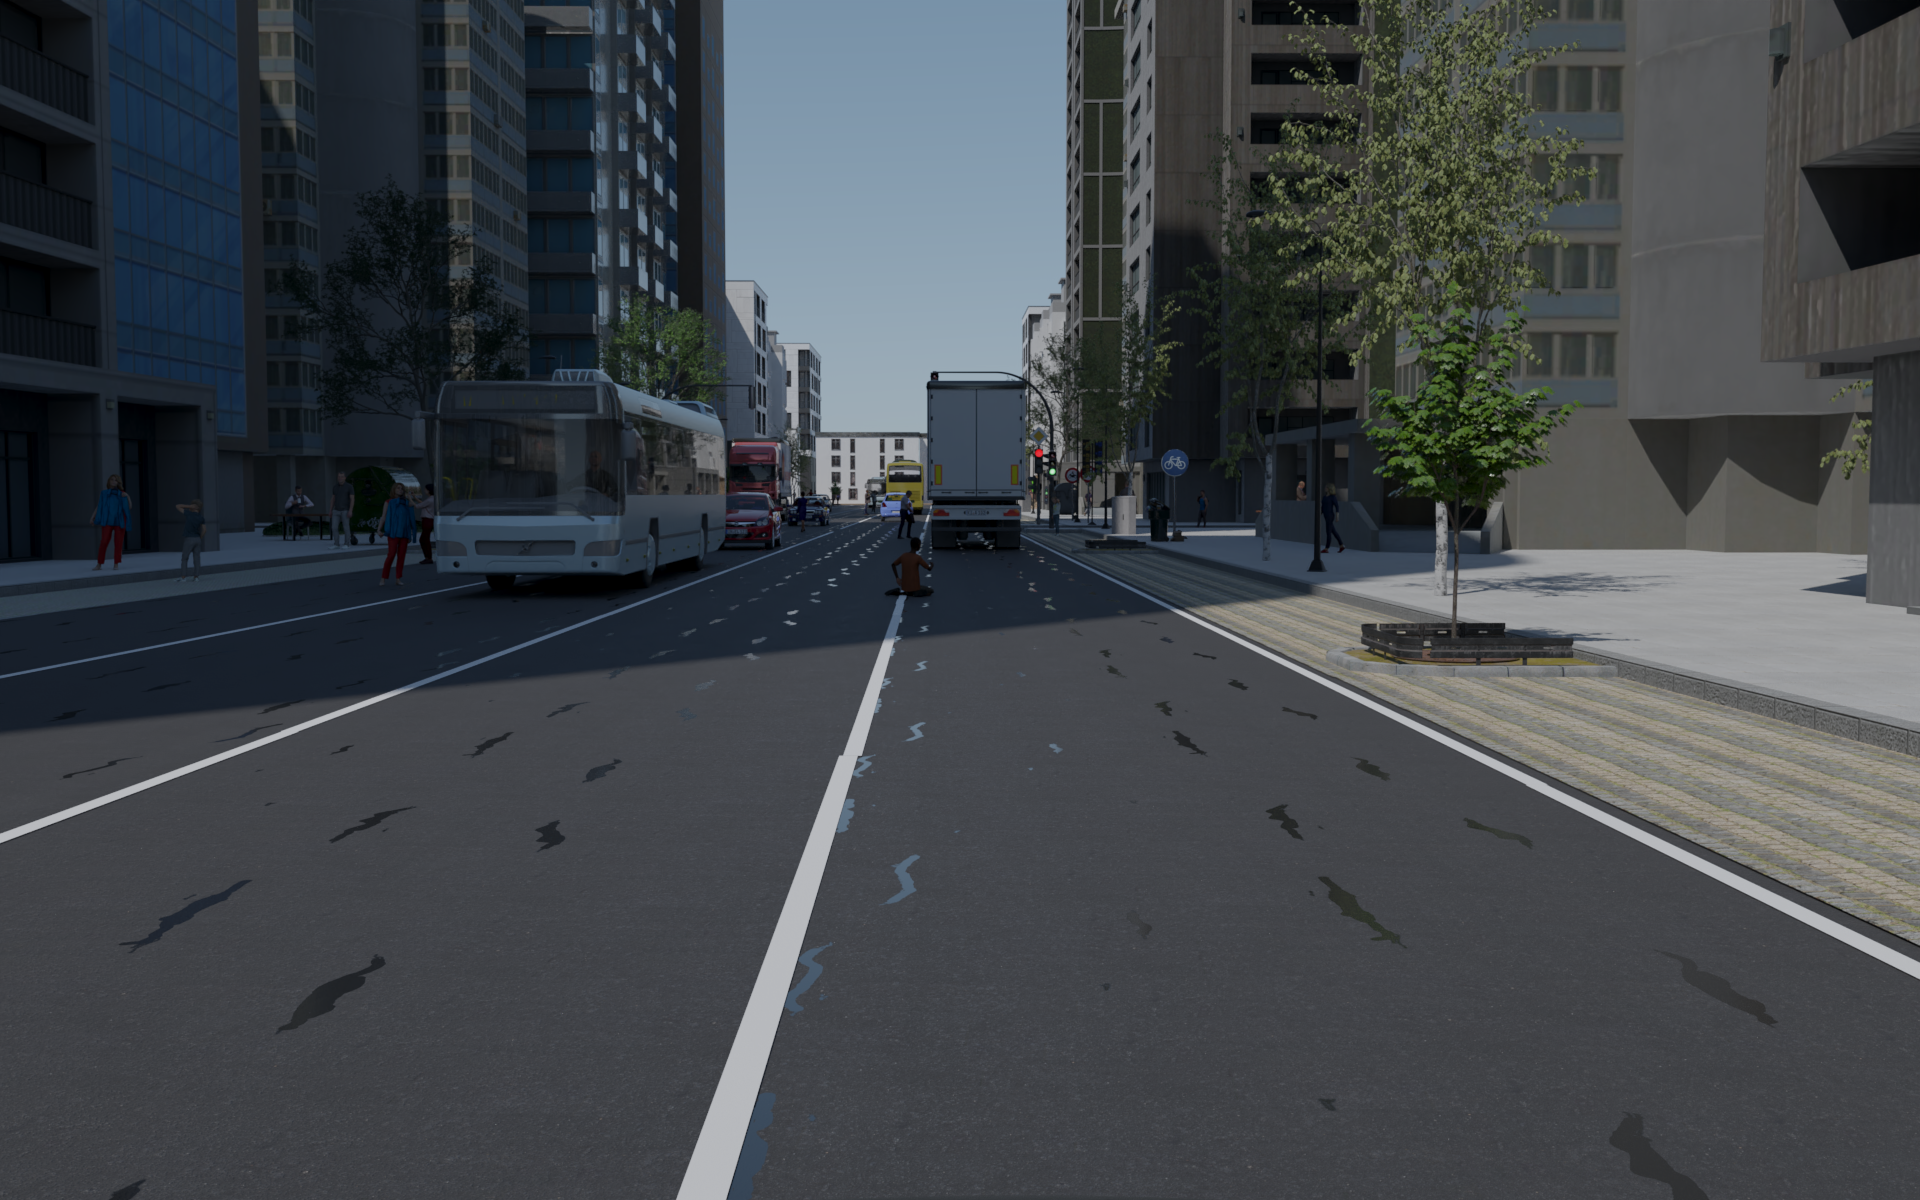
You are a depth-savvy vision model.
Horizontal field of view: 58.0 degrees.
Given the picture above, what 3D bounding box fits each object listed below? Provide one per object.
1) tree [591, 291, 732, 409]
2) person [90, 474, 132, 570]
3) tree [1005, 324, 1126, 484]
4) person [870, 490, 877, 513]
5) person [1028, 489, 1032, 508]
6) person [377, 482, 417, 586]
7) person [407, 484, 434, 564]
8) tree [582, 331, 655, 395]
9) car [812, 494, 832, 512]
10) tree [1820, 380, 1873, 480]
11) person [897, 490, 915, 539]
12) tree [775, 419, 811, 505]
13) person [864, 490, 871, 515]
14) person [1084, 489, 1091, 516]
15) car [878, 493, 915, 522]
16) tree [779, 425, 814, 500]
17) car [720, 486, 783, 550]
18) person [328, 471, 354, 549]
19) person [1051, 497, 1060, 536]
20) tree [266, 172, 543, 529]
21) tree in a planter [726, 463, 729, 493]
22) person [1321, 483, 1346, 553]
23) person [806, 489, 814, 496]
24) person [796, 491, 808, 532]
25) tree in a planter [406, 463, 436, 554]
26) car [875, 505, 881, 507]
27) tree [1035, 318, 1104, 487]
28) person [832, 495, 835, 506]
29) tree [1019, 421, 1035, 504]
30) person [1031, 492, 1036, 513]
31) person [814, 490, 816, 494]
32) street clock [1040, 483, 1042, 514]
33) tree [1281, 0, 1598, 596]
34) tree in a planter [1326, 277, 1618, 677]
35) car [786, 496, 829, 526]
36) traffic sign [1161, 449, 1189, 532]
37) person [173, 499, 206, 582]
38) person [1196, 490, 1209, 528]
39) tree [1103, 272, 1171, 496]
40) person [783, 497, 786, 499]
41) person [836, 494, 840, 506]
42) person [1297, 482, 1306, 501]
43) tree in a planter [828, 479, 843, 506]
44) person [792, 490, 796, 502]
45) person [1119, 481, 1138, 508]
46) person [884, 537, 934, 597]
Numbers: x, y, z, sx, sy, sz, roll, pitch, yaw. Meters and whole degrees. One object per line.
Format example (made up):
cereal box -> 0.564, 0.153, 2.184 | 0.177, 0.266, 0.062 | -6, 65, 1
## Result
tree -> -15.437, -10.034, 89.817 | 9.928, 11.665, 9.643 | 0, 3, 0
person -> -14.303, -1.312, 29.206 | 0.593, 1.614, 0.444 | 0, 4, -2
tree -> 5.359, -9.889, 96.100 | 8.767, 10.594, 7.601 | 0, 4, 5
person -> -6.442, -7.371, 129.744 | 0.376, 1.734, 0.841 | 2, 4, 29
person -> 6.543, -9.449, 161.448 | 0.541, 1.710, 0.530 | -3, 4, -36
person -> -8.832, -1.038, 27.177 | 0.593, 1.614, 0.444 | -1, 4, -19
person -> -11.015, -1.564, 35.537 | 0.566, 1.644, 0.517 | 3, 4, 39
tree -> -15.603, -7.754, 77.145 | 4.737, 8.622, 4.395 | 0, 3, 0
car -> -11.126, -7.801, 137.338 | 2.009, 1.686, 4.222 | 0, 4, 0
tree -> 15.807, -4.753, 28.072 | 4.737, 8.622, 4.395 | 0, 3, 0
person -> -1.728, -2.746, 55.617 | 0.590, 1.554, 0.614 | 0, 4, -4
tree -> -16.463, -13.376, 169.054 | 4.360, 8.622, 3.978 | 0, 3, 0
person -> -6.310, -6.670, 118.376 | 0.431, 1.722, 0.655 | 0, 4, 1
person -> 7.324, -5.579, 99.462 | 0.471, 1.553, 0.569 | -1, 4, -10
car -> -3.339, -4.994, 91.237 | 1.945, 1.707, 3.694 | 0, 4, -2
tree -> -17.556, -14.275, 183.754 | 4.737, 8.622, 4.395 | 0, 3, 0
car -> -5.739, -2.259, 45.983 | 2.155, 1.783, 4.494 | 0, 4, -2
person -> -14.388, -2.083, 40.224 | 0.598, 1.807, 0.434 | 2, 4, 23
person -> 3.281, -2.855, 59.088 | 0.340, 1.345, 0.435 | -3, 5, -42
tree -> -15.692, -7.122, 50.851 | 7.601, 10.594, 8.767 | 1, 4, 12
tree in a planter -> -13.033, -6.144, 97.675 | 1.991, 3.239, 1.994 | 0, 4, -1
person -> 8.086, -1.777, 37.646 | 0.613, 1.512, 0.480 | -3, 4, -36
person -> -16.822, -11.593, 195.558 | 1.348, 1.831, 0.705 | 1, 4, 20
person -> -5.982, -3.311, 65.011 | 0.546, 1.535, 0.453 | 2, 4, 35
tree in a planter -> -12.254, -2.755, 42.272 | 1.991, 3.239, 1.994 | 0, 4, -1
car -> -8.809, -11.180, 193.019 | 2.015, 1.641, 3.980 | 0, 4, 1
tree -> 5.547, -6.570, 57.781 | 4.737, 8.622, 4.395 | 0, 3, 0
person -> -15.039, -12.047, 206.017 | 0.434, 1.755, 0.990 | 1, 4, 18
tree -> 5.031, -12.411, 153.281 | 4.737, 8.622, 4.395 | 0, 3, 0
person -> 5.024, -6.774, 116.930 | 0.434, 1.807, 0.598 | 2, 4, 27
person -> -17.304, -12.328, 208.290 | 0.721, 1.739, 1.217 | -1, 4, -21
street clock -> 5.187, -6.655, 113.372 | 0.358, 2.002, 0.471 | 1, 4, 22
tree -> 5.901, -4.345, 21.408 | 4.737, 8.622, 4.395 | 0, 3, 0
tree in a planter -> 4.126, -1.047, 14.349 | 1.991, 3.239, 1.994 | 0, 4, -1
car -> -6.876, -4.044, 78.705 | 1.945, 1.354, 3.894 | 0, 4, -1
traffic sign -> 6.101, -3.004, 49.214 | 0.768, 2.556, 0.104 | 0, 4, 6
person -> -12.547, -0.966, 28.207 | 0.340, 1.345, 0.435 | 2, 4, 29
person -> 9.512, -3.547, 68.365 | 0.662, 1.594, 0.647 | -3, 4, -38
tree -> 6.059, -5.072, 33.289 | 4.737, 8.622, 4.395 | 0, 3, 0
person -> -17.736, -10.219, 174.586 | 0.415, 1.643, 0.593 | 1, 4, 19
person -> -14.762, -12.122, 209.923 | 0.421, 1.427, 0.697 | 1, 4, 18
person -> 12.597, -3.485, 63.716 | 0.600, 1.739, 0.565 | 0, 4, -4
tree in a planter -> -14.508, -12.477, 201.214 | 1.991, 3.239, 1.994 | 0, 4, -1
person -> -19.866, -12.307, 207.220 | 0.705, 1.831, 1.348 | -2, 4, -34
person -> 6.202, -3.556, 64.729 | 0.990, 1.755, 0.434 | -2, 4, -24
person -> -0.622, -0.464, 24.370 | 0.859, 0.850, 0.655 | 3, 4, 38
